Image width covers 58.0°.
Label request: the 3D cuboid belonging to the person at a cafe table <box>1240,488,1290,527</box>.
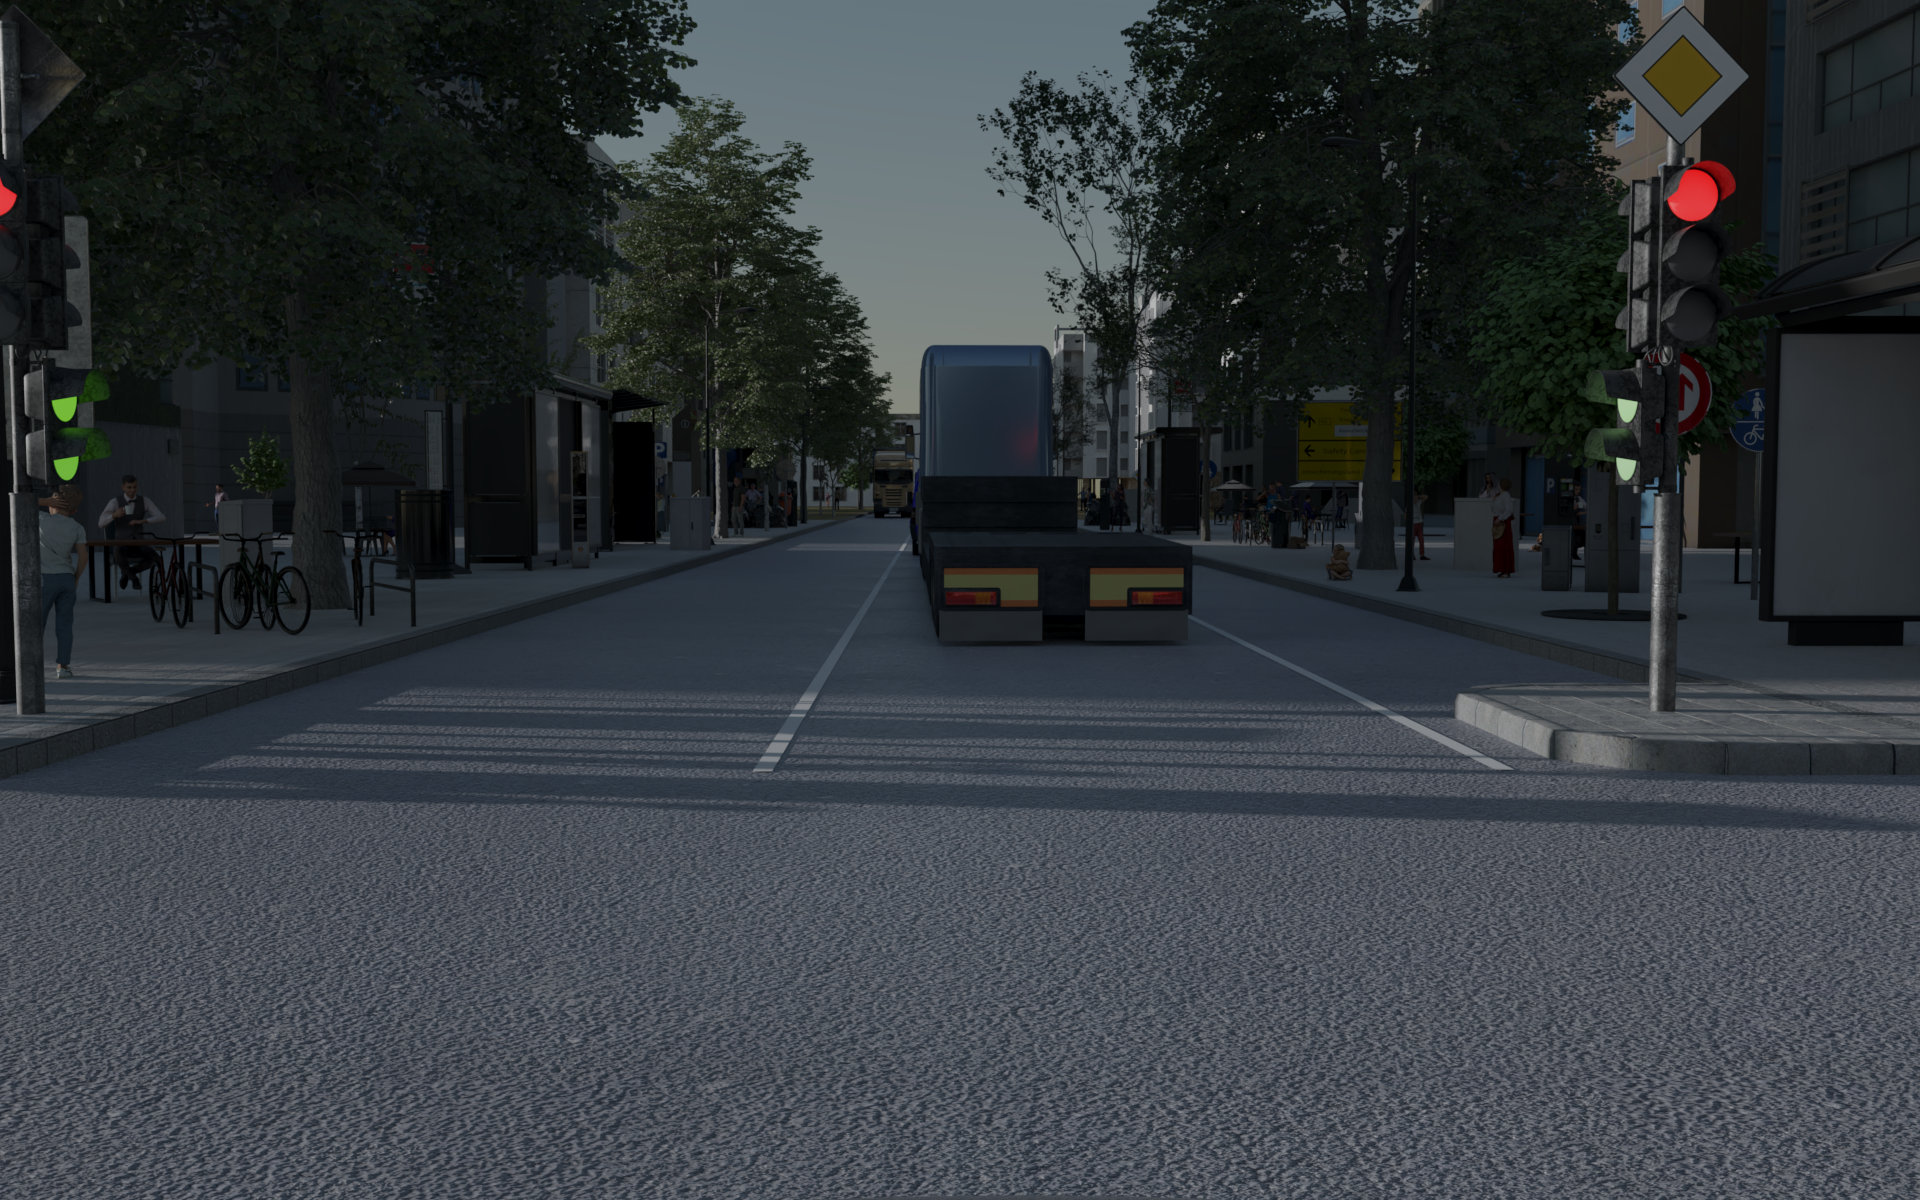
[{"bbox_3d":[11.929,-3.565,66.800,1.622,1.524,1.698,-1,4,-22],"label":"person at a cafe table"}]

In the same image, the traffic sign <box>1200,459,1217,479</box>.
[{"bbox_3d":[8.950,-3.841,62.912,0.768,2.556,0.104,1,4,8],"label":"traffic sign"}]

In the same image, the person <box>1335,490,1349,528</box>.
[{"bbox_3d":[14.314,-3.549,64.892,0.431,1.722,0.655,2,4,33],"label":"person"}]

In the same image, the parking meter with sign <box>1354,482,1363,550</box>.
[{"bbox_3d":[9.460,-2.656,39.679,0.543,3.016,1.738,0,4,-4],"label":"parking meter with sign"}]

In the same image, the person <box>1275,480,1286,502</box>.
[{"bbox_3d":[10.610,-3.161,58.169,0.568,1.767,0.683,2,4,29],"label":"person"}]

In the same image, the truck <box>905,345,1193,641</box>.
[{"bbox_3d":[0.674,-2.185,25.478,2.967,4.110,18.799,0,4,-2],"label":"truck"}]

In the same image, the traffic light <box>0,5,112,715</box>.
[{"bbox_3d":[-5.415,-1.290,10.011,0.839,4.253,0.868,0,4,-1],"label":"traffic light"}]

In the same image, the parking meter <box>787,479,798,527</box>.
[{"bbox_3d":[-6.615,-3.829,68.319,0.399,1.863,0.255,3,5,42],"label":"parking meter"}]

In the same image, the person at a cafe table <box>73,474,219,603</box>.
[{"bbox_3d":[-10.046,-0.773,21.155,1.698,1.524,1.622,-3,5,-39],"label":"person at a cafe table"}]

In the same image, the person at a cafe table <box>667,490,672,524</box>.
[{"bbox_3d":[-12.585,-3.973,73.474,1.698,1.524,1.622,-2,4,-29],"label":"person at a cafe table"}]

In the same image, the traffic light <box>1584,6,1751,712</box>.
[{"bbox_3d":[4.145,-1.299,10.157,0.839,4.253,0.868,0,4,-1],"label":"traffic light"}]

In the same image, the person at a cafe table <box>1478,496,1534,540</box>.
[{"bbox_3d":[14.938,-2.323,48.838,1.726,1.238,1.698,-3,4,-36],"label":"person at a cafe table"}]

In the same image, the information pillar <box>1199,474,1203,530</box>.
[{"bbox_3d":[8.803,-3.553,62.582,0.304,2.012,0.304,1,4,16],"label":"information pillar"}]

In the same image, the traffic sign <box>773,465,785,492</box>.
[{"bbox_3d":[-7.433,-4.411,72.220,0.768,2.556,0.104,0,4,6],"label":"traffic sign"}]

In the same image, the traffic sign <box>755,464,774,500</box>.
[{"bbox_3d":[-8.024,-4.335,70.991,0.768,2.556,0.104,0,4,5],"label":"traffic sign"}]

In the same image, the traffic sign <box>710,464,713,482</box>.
[{"bbox_3d":[-10.268,-4.421,72.391,0.768,2.556,0.104,1,4,9],"label":"traffic sign"}]

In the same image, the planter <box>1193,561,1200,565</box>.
[{"bbox_3d":[3.837,-0.896,35.788,1.991,0.319,1.994,0,4,-1],"label":"planter"}]

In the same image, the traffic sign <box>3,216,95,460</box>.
[{"bbox_3d":[-7.509,-1.153,12.724,2.265,3.308,0.079,0,4,0],"label":"traffic sign"}]

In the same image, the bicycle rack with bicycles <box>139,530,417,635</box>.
[{"bbox_3d":[-6.527,-0.210,16.821,2.852,0.926,2.925,-2,4,-30],"label":"bicycle rack with bicycles"}]

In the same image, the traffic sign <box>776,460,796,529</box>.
[{"bbox_3d":[-6.425,-3.899,63.856,0.768,2.556,0.104,1,4,8],"label":"traffic sign"}]

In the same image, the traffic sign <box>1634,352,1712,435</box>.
[{"bbox_3d":[6.247,-0.934,15.370,0.768,2.556,0.104,0,3,0],"label":"traffic sign"}]

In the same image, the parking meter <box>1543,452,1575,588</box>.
[{"bbox_3d":[8.167,-1.096,23.632,0.255,1.863,0.399,-1,4,-15],"label":"parking meter"}]

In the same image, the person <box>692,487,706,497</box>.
[{"bbox_3d":[-17.779,-6.811,118.198,1.217,1.735,0.721,-1,4,-19],"label":"person"}]

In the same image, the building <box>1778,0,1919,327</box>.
[{"bbox_3d":[24.140,-21.108,28.718,14.086,41.232,14.154,0,4,-1],"label":"building"}]

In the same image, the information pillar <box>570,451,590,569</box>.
[{"bbox_3d":[-6.566,-1.555,29.916,0.304,2.012,0.304,-1,4,-13],"label":"information pillar"}]

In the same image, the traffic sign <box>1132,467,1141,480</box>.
[{"bbox_3d":[8.641,-5.090,82.962,0.795,2.593,0.064,0,4,1],"label":"traffic sign"}]

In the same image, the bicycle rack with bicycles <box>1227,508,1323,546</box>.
[{"bbox_3d":[8.059,-1.860,43.788,2.852,0.926,2.925,0,4,7],"label":"bicycle rack with bicycles"}]

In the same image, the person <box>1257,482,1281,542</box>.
[{"bbox_3d":[8.315,-2.363,46.545,0.647,1.594,0.662,0,4,-3],"label":"person"}]

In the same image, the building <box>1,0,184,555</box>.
[{"bbox_3d":[-25.930,-16.077,34.564,14.160,30.474,14.107,0,4,-1],"label":"building"}]

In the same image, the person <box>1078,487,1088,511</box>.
[{"bbox_3d":[9.356,-7.693,131.805,1.348,1.826,0.705,2,4,23],"label":"person"}]

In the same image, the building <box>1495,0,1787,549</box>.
[{"bbox_3d":[23.745,-24.213,45.995,14.600,45.320,14.200,0,4,-1],"label":"building"}]

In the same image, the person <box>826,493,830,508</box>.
[{"bbox_3d":[-12.389,-9.356,162.245,0.421,1.427,0.697,0,4,-4],"label":"person"}]

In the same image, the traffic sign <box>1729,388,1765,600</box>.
[{"bbox_3d":[9.628,-1.273,20.921,0.768,2.556,0.104,0,4,1],"label":"traffic sign"}]

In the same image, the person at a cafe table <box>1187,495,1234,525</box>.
[{"bbox_3d":[10.613,-3.720,71.685,1.698,1.238,1.726,-2,4,-31],"label":"person at a cafe table"}]

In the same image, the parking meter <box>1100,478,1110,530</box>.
[{"bbox_3d":[5.169,-3.430,61.794,0.255,1.863,0.399,2,4,30],"label":"parking meter"}]

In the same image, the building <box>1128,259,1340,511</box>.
[{"bbox_3d":[23.007,-17.667,145.279,16.016,20.091,11.380,0,4,-1],"label":"building"}]

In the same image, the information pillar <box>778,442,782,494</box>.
[{"bbox_3d":[-8.155,-5.333,78.549,0.183,3.616,0.504,0,4,3],"label":"information pillar"}]

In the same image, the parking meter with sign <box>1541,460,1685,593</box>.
[{"bbox_3d":[8.550,-1.614,22.656,1.738,3.016,0.543,1,4,21],"label":"parking meter with sign"}]

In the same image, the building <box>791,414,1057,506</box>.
[{"bbox_3d":[-3.557,-14.861,185.120,28.070,9.664,9.099,0,4,-1],"label":"building"}]

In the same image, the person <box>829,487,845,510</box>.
[{"bbox_3d":[-9.887,-8.139,139.133,1.348,1.823,0.705,1,4,10],"label":"person"}]

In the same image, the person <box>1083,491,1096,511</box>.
[{"bbox_3d":[7.785,-5.777,103.685,0.799,1.438,0.628,0,4,3],"label":"person"}]

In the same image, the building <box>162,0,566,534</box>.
[{"bbox_3d":[-29.215,-32.156,67.756,21.231,58.520,28.212,0,4,-1],"label":"building"}]

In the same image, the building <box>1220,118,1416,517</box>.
[{"bbox_3d":[30.261,-16.316,110.736,27.936,21.610,32.646,0,4,-1],"label":"building"}]

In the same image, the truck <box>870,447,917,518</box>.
[{"bbox_3d":[-4.116,-7.183,106.348,2.839,4.237,11.283,0,4,-3],"label":"truck"}]

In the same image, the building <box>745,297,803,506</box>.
[{"bbox_3d":[-34.530,-21.355,193.130,32.646,21.610,27.936,0,4,-1],"label":"building"}]

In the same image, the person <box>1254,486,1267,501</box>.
[{"bbox_3d":[16.267,-5.275,93.003,0.721,1.735,1.217,-3,4,-38],"label":"person"}]

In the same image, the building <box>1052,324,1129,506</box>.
[{"bbox_3d":[16.126,-20.281,188.006,11.380,20.091,16.016,0,4,-1],"label":"building"}]

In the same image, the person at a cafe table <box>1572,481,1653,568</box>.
[{"bbox_3d":[11.149,-1.362,30.789,1.698,1.524,1.622,-2,4,-27],"label":"person at a cafe table"}]

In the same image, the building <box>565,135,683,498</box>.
[{"bbox_3d":[-26.849,-14.348,101.044,16.747,18.905,31.486,0,4,-1],"label":"building"}]

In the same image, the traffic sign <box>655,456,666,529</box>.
[{"bbox_3d":[-10.190,-3.531,57.842,0.768,2.556,0.104,0,4,4],"label":"traffic sign"}]

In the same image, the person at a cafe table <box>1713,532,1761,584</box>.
[{"bbox_3d":[11.935,-0.830,24.424,1.726,1.238,1.698,-1,4,-17],"label":"person at a cafe table"}]

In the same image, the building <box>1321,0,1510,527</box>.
[{"bbox_3d":[33.152,-23.330,73.328,32.217,40.220,23.993,0,4,-1],"label":"building"}]

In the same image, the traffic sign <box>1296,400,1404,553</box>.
[{"bbox_3d":[8.465,-2.679,37.674,2.265,3.308,0.079,0,4,7],"label":"traffic sign"}]

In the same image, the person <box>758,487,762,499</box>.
[{"bbox_3d":[-12.197,-6.085,106.456,0.530,1.710,0.541,3,5,41],"label":"person"}]

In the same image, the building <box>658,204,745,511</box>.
[{"bbox_3d":[-35.093,-17.870,136.147,32.646,21.610,27.936,0,4,-1],"label":"building"}]

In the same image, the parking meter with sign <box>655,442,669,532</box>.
[{"bbox_3d":[-10.151,-3.825,58.803,0.543,3.016,1.738,0,4,-5],"label":"parking meter with sign"}]

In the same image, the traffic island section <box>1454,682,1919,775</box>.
[{"bbox_3d":[4.185,0.735,10.272,2.009,0.180,2.903,0,4,-1],"label":"traffic island section"}]

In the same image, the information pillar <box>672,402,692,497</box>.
[{"bbox_3d":[-7.089,-3.235,44.239,0.504,3.616,0.183,-1,4,-16],"label":"information pillar"}]
